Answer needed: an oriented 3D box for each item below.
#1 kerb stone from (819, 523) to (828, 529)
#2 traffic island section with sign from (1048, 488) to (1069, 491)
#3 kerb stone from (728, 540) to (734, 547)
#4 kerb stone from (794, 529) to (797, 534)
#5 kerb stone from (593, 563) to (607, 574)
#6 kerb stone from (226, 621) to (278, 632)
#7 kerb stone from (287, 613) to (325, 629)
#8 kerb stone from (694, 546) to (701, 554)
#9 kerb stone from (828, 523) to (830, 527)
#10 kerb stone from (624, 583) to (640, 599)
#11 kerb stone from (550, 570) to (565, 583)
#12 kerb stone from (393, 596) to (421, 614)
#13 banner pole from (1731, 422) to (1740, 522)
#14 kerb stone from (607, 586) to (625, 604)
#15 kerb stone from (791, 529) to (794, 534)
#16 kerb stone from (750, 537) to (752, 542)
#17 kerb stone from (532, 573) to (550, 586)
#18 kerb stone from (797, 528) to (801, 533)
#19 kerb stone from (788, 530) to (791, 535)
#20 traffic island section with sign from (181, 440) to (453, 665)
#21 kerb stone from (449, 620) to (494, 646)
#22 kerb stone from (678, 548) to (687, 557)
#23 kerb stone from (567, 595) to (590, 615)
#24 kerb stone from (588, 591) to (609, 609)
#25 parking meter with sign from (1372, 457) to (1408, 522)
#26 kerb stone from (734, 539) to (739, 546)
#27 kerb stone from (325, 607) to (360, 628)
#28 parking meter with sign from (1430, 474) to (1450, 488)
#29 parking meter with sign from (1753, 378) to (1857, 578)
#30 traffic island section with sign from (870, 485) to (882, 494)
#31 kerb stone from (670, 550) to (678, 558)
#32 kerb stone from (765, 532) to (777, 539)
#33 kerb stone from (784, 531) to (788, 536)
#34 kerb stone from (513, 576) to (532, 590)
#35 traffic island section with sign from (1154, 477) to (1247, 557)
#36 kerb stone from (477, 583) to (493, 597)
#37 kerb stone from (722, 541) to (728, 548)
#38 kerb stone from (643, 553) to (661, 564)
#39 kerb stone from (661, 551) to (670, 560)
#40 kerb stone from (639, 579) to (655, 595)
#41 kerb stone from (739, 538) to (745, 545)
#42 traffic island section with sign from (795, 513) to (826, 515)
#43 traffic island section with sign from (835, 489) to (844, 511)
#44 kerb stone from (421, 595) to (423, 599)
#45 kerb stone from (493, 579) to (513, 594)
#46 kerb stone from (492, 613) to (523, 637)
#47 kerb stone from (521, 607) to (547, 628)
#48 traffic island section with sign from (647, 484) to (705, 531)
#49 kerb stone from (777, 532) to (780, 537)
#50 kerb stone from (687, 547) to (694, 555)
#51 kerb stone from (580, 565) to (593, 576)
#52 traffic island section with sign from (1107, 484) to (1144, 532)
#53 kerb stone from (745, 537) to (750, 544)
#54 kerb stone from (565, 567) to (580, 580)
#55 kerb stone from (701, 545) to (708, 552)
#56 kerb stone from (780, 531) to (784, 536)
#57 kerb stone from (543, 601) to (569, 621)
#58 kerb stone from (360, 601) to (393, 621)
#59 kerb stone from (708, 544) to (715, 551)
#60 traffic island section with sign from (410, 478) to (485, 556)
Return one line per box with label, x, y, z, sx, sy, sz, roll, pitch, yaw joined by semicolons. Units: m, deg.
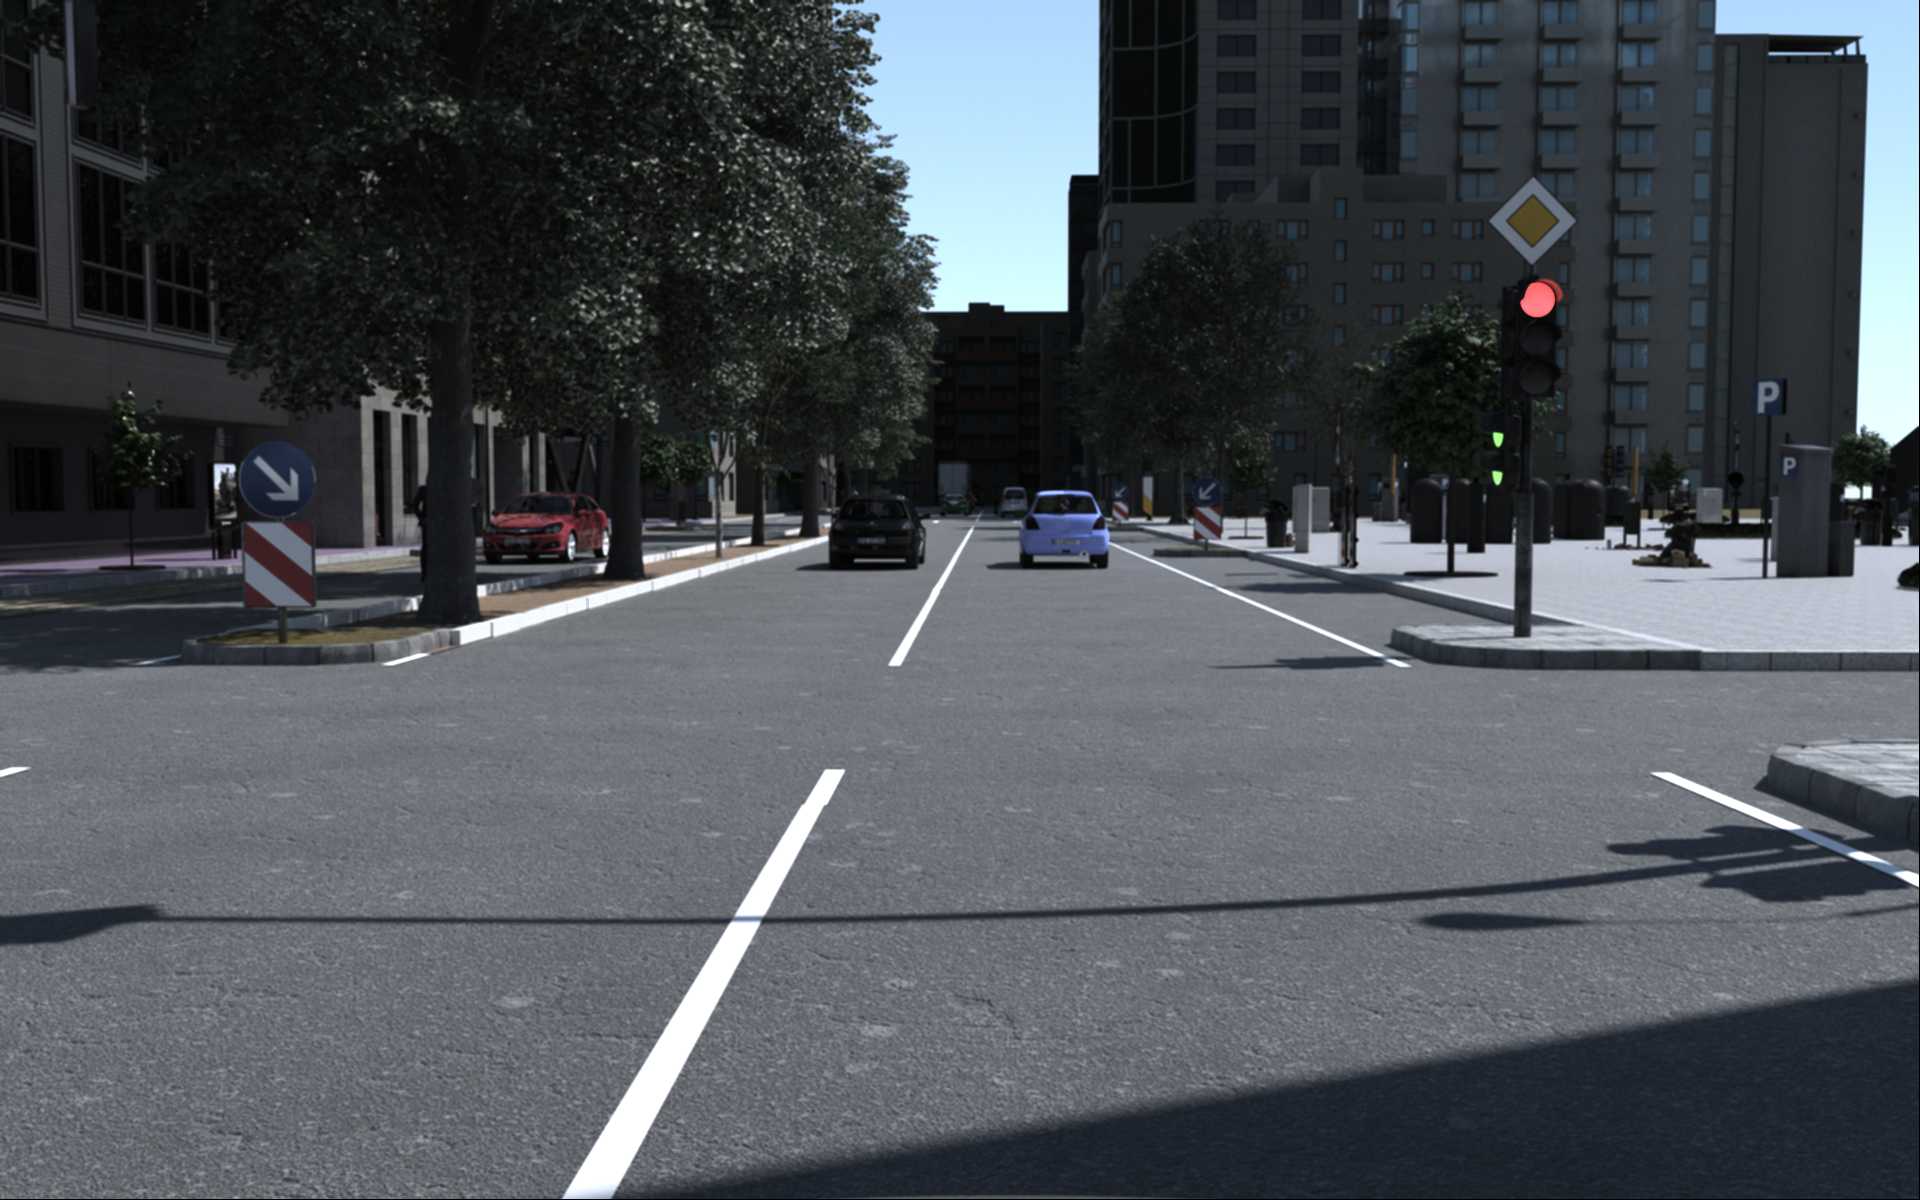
kerb stone;-5.809;-3.123;73.257;0.120;0.150;1.000;0;4;1
traffic island section with sign;6.958;-6.647;117.306;1.989;1.847;2.006;0;4;1
kerb stone;-6.291;-1.492;46.595;0.120;0.150;1.000;0;4;1
kerb stone;-6.022;-2.433;61.971;0.120;0.150;1.000;0;4;1
kerb stone;-6.577;-0.551;31.204;0.120;0.150;1.000;0;4;1
kerb stone;-6.854;0.335;16.837;0.120;0.150;1.000;0;4;1
kerb stone;-6.824;0.265;17.858;0.120;0.150;1.000;0;4;1
kerb stone;-6.395;-1.178;41.475;0.120;0.150;1.000;0;4;1
kerb stone;-5.791;-3.186;74.281;0.120;0.150;1.000;0;4;1
kerb stone;-4.620;-0.109;23.975;0.120;0.150;1.000;0;4;1
kerb stone;-6.641;-0.362;28.118;0.120;0.150;1.000;0;4;1
kerb stone;-6.772;0.077;20.943;0.120;0.150;1.000;0;4;1
banner pole;26.932;-4.291;60.179;0.401;3.779;0.863;0;4;8
kerb stone;-4.636;-0.046;22.953;0.120;0.150;1.000;0;4;1
kerb stone;-6.034;-2.365;60.949;0.120;0.150;1.000;0;4;1
kerb stone;-6.224;-1.741;50.698;0.120;0.150;1.000;0;4;1
kerb stone;-6.647;-0.295;27.096;0.120;0.150;1.000;0;4;1
kerb stone;-5.993;-2.495;62.992;0.120;0.150;1.000;0;4;1
kerb stone;-6.054;-2.308;59.926;0.120;0.150;1.000;0;4;1
traffic island section with sign;-5.810;-0.446;15.430;2.006;1.907;1.989;0;4;1
kerb stone;-4.756;0.330;16.808;0.120;0.150;1.000;0;4;1
kerb stone;-6.429;-1.054;39.426;0.120;0.150;1.000;0;4;1
kerb stone;-4.679;0.079;20.905;0.120;0.150;1.000;0;4;1
kerb stone;-4.653;0.016;21.931;0.120;0.150;1.000;0;4;1
parking meter with sign;20.025;-5.159;80.605;0.543;3.016;1.738;-3;5;-43
kerb stone;-6.273;-1.555;47.618;0.120;0.150;1.000;0;4;1
kerb stone;-6.813;0.202;18.890;0.120;0.150;1.000;0;4;1
parking meter with sign;18.048;-4.213;65.138;0.543;3.016;1.738;-1;4;-22
parking meter with sign;13.043;-1.861;26.684;1.738;3.016;0.543;-2;4;-24
traffic island section with sign;-4.430;-5.041;90.556;2.006;1.907;1.989;0;4;1
kerb stone;-6.456;-0.990;38.388;0.120;0.150;1.000;0;4;1
kerb stone;-6.117;-2.057;55.824;0.120;0.150;1.000;0;4;1
kerb stone;-6.071;-2.243;58.904;0.120;0.150;1.000;0;4;1
kerb stone;-6.673;-0.235;26.074;0.120;0.150;1.000;0;4;1
traffic island section with sign;5.529;-1.929;40.163;1.989;1.847;2.006;0;4;1
kerb stone;-6.719;-0.111;24.030;0.120;0.150;1.000;0;4;1
kerb stone;-6.314;-1.430;45.569;0.120;0.150;1.000;0;4;1
kerb stone;-6.487;-0.865;36.338;0.120;0.150;1.000;0;4;1
kerb stone;-6.472;-0.922;37.362;0.120;0.150;1.000;0;4;1
kerb stone;-4.602;-0.171;24.997;0.120;0.150;1.000;0;4;1
kerb stone;-6.255;-1.613;48.649;0.120;0.150;1.000;0;4;1
traffic island section with sign;-10.147;-6.686;117.944;1.989;1.847;2.006;0;4;1
traffic island section with sign;-9.648;-8.348;145.118;1.989;1.847;2.006;0;4;1
kerb stone;-6.754;0.014;21.986;0.120;0.150;1.000;0;4;1
kerb stone;-6.699;-0.175;25.052;0.120;0.150;1.000;0;4;1
kerb stone;-4.723;0.267;17.829;0.120;0.150;1.000;0;4;1
kerb stone;-4.709;0.209;18.852;0.120;0.150;1.000;0;4;1
traffic island section with sign;-11.071;-3.618;67.790;1.989;1.847;2.006;0;4;1
kerb stone;-6.109;-2.119;56.850;0.120;0.150;1.000;0;4;1
kerb stone;-6.414;-1.115;40.448;0.120;0.150;1.000;0;4;1
kerb stone;-6.612;-0.488;30.179;0.120;0.150;1.000;0;4;1
traffic island section with sign;6.040;-3.577;67.114;1.989;1.847;2.006;0;4;1
kerb stone;-6.237;-1.678;49.676;0.120;0.150;1.000;0;4;1
kerb stone;-6.621;-0.425;29.145;0.120;0.150;1.000;0;4;1
kerb stone;-6.381;-1.242;42.497;0.120;0.150;1.000;0;4;1
kerb stone;-6.094;-2.183;57.882;0.120;0.150;1.000;0;4;1
kerb stone;-4.695;0.142;19.874;0.120;0.150;1.000;0;4;1
kerb stone;-6.784;0.146;19.915;0.120;0.150;1.000;0;4;1
kerb stone;-6.351;-1.303;43.523;0.120;0.150;1.000;0;4;1
traffic island section with sign;-11.573;-1.949;40.488;1.989;1.847;2.006;0;4;1
